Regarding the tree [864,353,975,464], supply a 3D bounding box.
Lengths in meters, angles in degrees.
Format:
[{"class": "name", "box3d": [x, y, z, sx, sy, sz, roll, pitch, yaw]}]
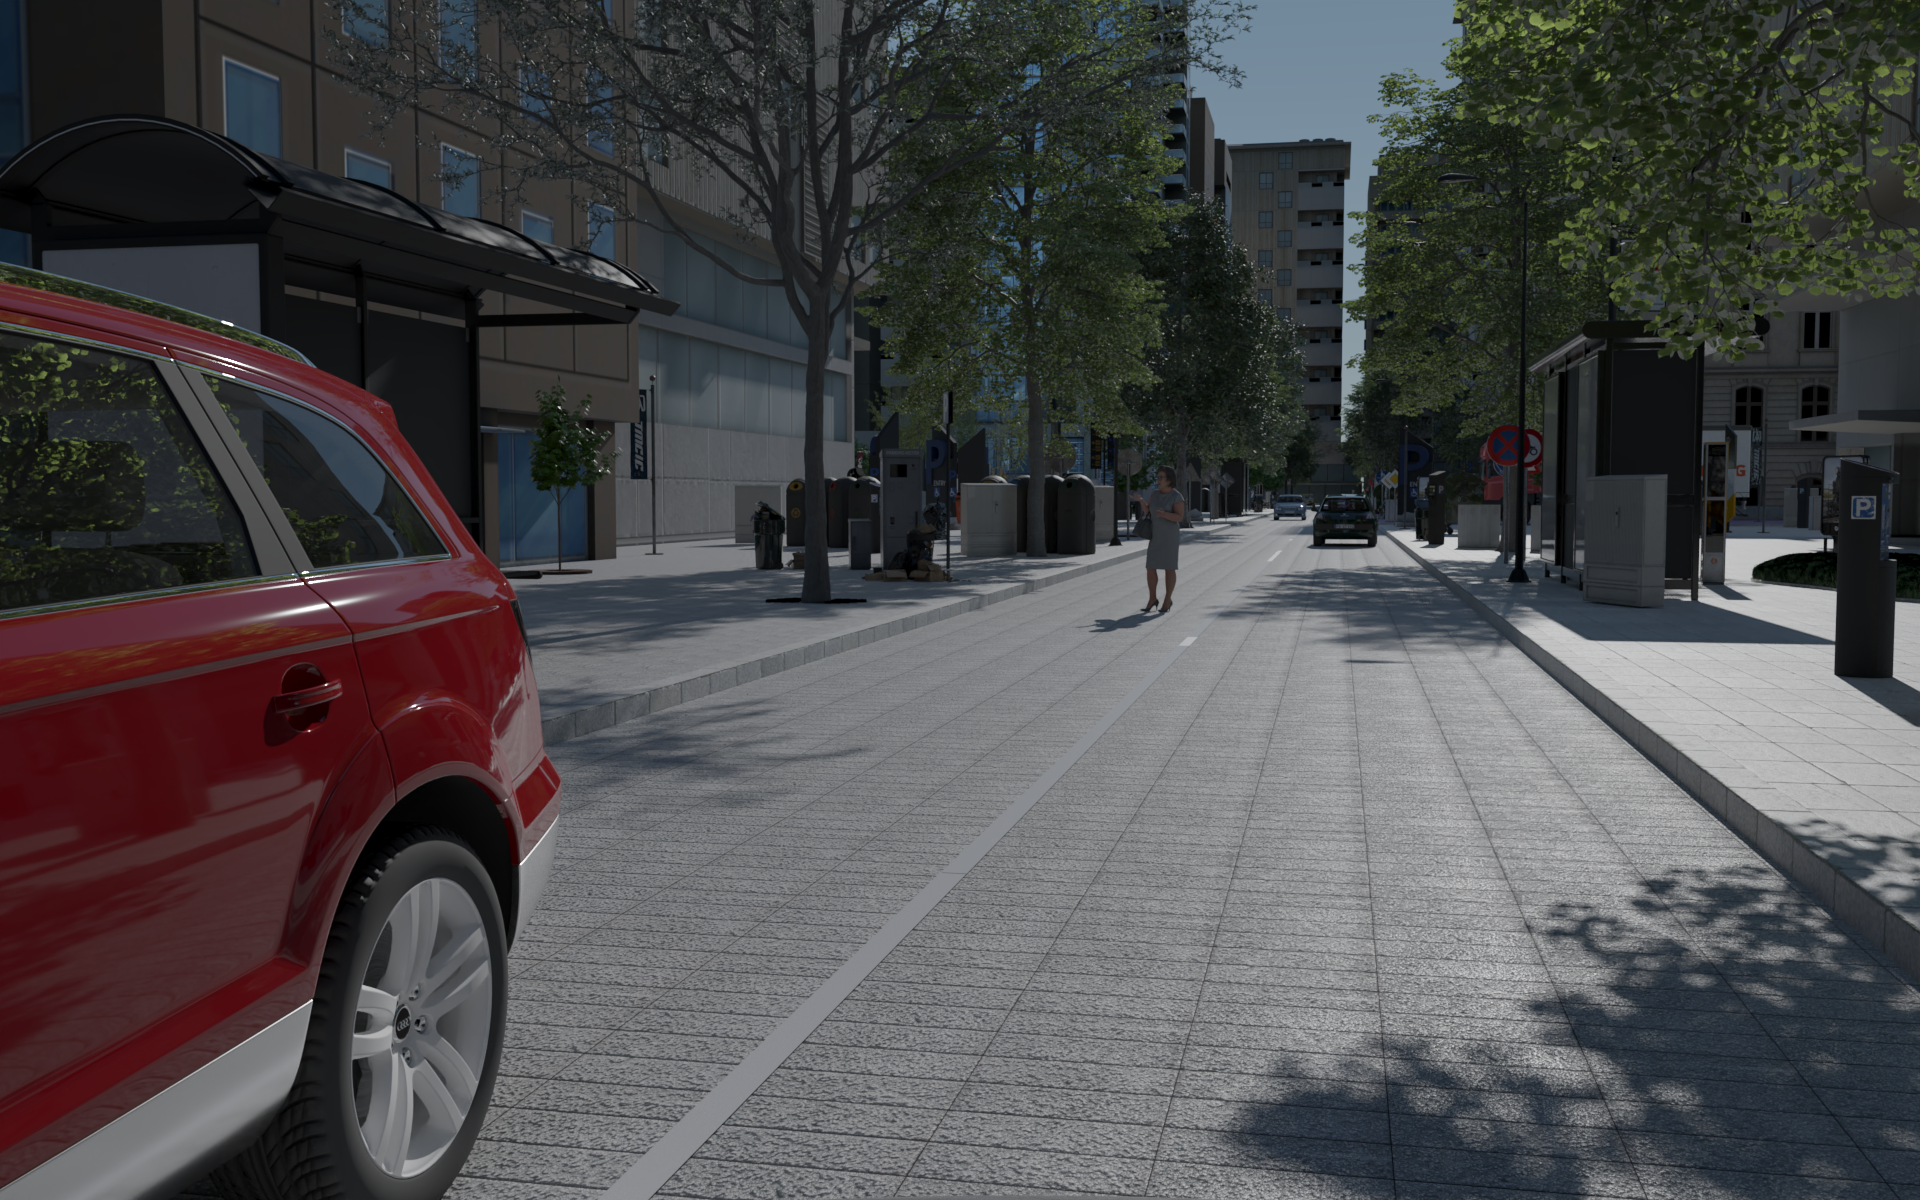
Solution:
[{"class": "tree", "box3d": [-2.429, -8.402, 87.729, 4.737, 8.622, 4.395, 0, 3, 0]}]

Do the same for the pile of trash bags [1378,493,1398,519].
[{"class": "pile of trash bags", "box3d": [22.232, -4.777, 87.859, 1.912, 1.369, 3.447, 1, 4, 10]}]

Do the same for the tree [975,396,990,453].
[{"class": "tree", "box3d": [0.368, -10.484, 121.779, 4.737, 8.622, 4.395, 0, 3, 0]}]

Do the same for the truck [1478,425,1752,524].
[{"class": "truck", "box3d": [26.936, -5.130, 72.789, 11.283, 4.237, 2.839, 1, 4, 13]}]

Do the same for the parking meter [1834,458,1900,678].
[{"class": "parking meter", "box3d": [6.380, -0.231, 12.186, 0.372, 1.533, 0.369, 0, 3, 0]}]

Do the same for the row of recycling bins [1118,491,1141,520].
[{"class": "row of recycling bins", "box3d": [7.796, -4.839, 86.222, 3.534, 1.692, 1.069, 1, 4, 19]}]

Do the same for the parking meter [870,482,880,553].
[{"class": "parking meter", "box3d": [-1.772, -1.787, 37.629, 0.372, 1.533, 0.369, 0, 3, 0]}]

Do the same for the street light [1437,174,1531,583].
[{"class": "street light", "box3d": [7.610, -3.219, 25.171, 1.470, 5.913, 1.316, 1, 4, 12]}]

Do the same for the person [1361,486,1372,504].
[{"class": "person", "box3d": [18.418, -4.272, 78.588, 0.600, 1.795, 0.529, -2, 4, -28]}]

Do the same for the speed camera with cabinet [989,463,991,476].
[{"class": "speed camera with cabinet", "box3d": [1.675, -7.134, 110.976, 0.660, 3.252, 2.038, 0, 4, -5]}]

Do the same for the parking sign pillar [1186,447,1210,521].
[{"class": "parking sign pillar", "box3d": [10.814, -5.710, 81.823, 1.447, 3.967, 1.447, -3, 5, -43]}]

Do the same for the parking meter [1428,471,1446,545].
[{"class": "parking meter", "box3d": [12.140, -2.350, 44.126, 0.399, 1.863, 0.255, -2, 4, -32]}]

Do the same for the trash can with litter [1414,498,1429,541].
[{"class": "trash can with litter", "box3d": [13.034, -2.246, 48.106, 0.624, 1.170, 1.055, 0, 4, -7]}]

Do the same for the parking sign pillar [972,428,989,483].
[{"class": "parking sign pillar", "box3d": [0.555, -5.051, 71.062, 1.447, 3.967, 1.447, 3, 4, 36]}]

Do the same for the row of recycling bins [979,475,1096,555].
[{"class": "row of recycling bins", "box3d": [1.644, -1.889, 37.994, 1.069, 1.692, 3.534, -3, 5, -40]}]

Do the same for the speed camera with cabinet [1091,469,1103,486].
[{"class": "speed camera with cabinet", "box3d": [8.175, -6.756, 104.800, 0.660, 3.252, 2.038, 1, 4, 8]}]

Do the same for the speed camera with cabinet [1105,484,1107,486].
[{"class": "speed camera with cabinet", "box3d": [11.947, -9.068, 142.602, 0.660, 3.252, 2.038, -1, 4, -13]}]

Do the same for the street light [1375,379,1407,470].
[{"class": "street light", "box3d": [17.458, -5.959, 69.967, 1.470, 5.913, 1.316, 1, 4, 12]}]

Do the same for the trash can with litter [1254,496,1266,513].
[{"class": "trash can with litter", "box3d": [20.745, -6.646, 120.052, 0.624, 1.170, 1.055, 2, 4, 27]}]

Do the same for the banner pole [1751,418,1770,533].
[{"class": "banner pole", "box3d": [26.381, -4.105, 57.131, 0.401, 3.779, 0.863, -1, 4, -17]}]

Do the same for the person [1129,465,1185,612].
[{"class": "person", "box3d": [2.358, -0.748, 21.091, 0.716, 1.782, 0.532, 3, 5, 45]}]

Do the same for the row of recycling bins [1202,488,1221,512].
[{"class": "row of recycling bins", "box3d": [17.619, -7.029, 122.039, 1.069, 1.692, 3.534, -3, 5, -45]}]

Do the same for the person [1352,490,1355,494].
[{"class": "person", "box3d": [32.451, -8.206, 143.154, 0.515, 1.767, 0.782, 2, 4, 24]}]

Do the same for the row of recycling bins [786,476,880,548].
[{"class": "row of recycling bins", "box3d": [-3.009, -2.118, 41.747, 1.069, 1.692, 3.534, -3, 4, -39]}]

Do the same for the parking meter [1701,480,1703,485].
[{"class": "parking meter", "box3d": [29.233, -3.834, 68.394, 0.399, 1.863, 0.255, 2, 4, 31]}]

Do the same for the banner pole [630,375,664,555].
[{"class": "banner pole", "box3d": [-6.624, -2.838, 36.417, 0.401, 3.779, 0.863, 3, 5, 39]}]

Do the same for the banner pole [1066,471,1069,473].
[{"class": "banner pole", "box3d": [6.206, -6.720, 99.885, 0.401, 3.779, 0.863, 0, 4, -8]}]

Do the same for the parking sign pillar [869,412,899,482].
[{"class": "parking sign pillar", "box3d": [-2.461, -4.137, 56.116, 1.447, 3.967, 1.447, 2, 4, 26]}]

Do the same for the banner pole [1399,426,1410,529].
[{"class": "banner pole", "box3d": [16.439, -4.520, 63.920, 0.401, 3.779, 0.863, 1, 4, 13]}]

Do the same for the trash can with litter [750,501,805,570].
[{"class": "trash can with litter", "box3d": [-3.037, -1.115, 29.610, 1.055, 1.170, 0.624, -1, 4, -16]}]

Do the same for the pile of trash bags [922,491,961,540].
[{"class": "pile of trash bags", "box3d": [-0.889, -2.342, 48.038, 3.447, 1.369, 1.912, 3, 5, 42]}]

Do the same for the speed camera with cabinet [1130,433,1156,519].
[{"class": "speed camera with cabinet", "box3d": [6.031, -3.735, 55.401, 0.660, 3.252, 2.038, 2, 4, 31]}]

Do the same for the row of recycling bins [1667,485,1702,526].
[{"class": "row of recycling bins", "box3d": [23.189, -3.099, 57.786, 1.069, 1.692, 3.534, -2, 4, -32]}]

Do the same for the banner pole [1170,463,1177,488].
[{"class": "banner pole", "box3d": [10.013, -5.530, 80.432, 0.863, 3.779, 0.401, 1, 4, 12]}]

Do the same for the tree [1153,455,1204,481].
[{"class": "tree", "box3d": [12.780, -7.269, 102.560, 4.285, 4.588, 4.351, 0, 3, 0]}]

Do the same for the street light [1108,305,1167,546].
[{"class": "street light", "box3d": [4.394, -4.294, 42.743, 1.470, 5.913, 1.316, 1, 4, 12]}]

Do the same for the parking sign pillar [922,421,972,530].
[{"class": "parking sign pillar", "box3d": [-0.663, -4.480, 61.722, 1.447, 3.967, 1.447, -3, 4, -37]}]

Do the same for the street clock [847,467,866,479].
[{"class": "street clock", "box3d": [-2.811, -2.597, 47.026, 0.471, 2.002, 0.358, -1, 4, -22]}]

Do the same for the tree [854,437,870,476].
[{"class": "tree", "box3d": [-5.900, -6.953, 97.400, 4.285, 4.588, 4.351, 0, 3, 0]}]

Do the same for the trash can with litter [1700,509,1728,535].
[{"class": "trash can with litter", "box3d": [23.243, -2.597, 53.856, 1.055, 1.170, 0.624, 0, 4, 6]}]

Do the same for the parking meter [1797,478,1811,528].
[{"class": "parking meter", "box3d": [31.548, -3.612, 64.772, 0.255, 1.863, 0.399, -2, 4, -24]}]

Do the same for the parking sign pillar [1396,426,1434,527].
[{"class": "parking sign pillar", "box3d": [17.832, -4.852, 67.801, 1.447, 3.967, 1.447, 1, 4, 23]}]

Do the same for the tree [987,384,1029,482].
[{"class": "tree", "box3d": [3.598, -10.190, 116.962, 4.360, 8.622, 3.978, 0, 3, 0]}]

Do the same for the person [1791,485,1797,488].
[{"class": "person", "box3d": [33.008, -3.664, 68.646, 0.529, 1.795, 0.600, 0, 4, 6]}]
